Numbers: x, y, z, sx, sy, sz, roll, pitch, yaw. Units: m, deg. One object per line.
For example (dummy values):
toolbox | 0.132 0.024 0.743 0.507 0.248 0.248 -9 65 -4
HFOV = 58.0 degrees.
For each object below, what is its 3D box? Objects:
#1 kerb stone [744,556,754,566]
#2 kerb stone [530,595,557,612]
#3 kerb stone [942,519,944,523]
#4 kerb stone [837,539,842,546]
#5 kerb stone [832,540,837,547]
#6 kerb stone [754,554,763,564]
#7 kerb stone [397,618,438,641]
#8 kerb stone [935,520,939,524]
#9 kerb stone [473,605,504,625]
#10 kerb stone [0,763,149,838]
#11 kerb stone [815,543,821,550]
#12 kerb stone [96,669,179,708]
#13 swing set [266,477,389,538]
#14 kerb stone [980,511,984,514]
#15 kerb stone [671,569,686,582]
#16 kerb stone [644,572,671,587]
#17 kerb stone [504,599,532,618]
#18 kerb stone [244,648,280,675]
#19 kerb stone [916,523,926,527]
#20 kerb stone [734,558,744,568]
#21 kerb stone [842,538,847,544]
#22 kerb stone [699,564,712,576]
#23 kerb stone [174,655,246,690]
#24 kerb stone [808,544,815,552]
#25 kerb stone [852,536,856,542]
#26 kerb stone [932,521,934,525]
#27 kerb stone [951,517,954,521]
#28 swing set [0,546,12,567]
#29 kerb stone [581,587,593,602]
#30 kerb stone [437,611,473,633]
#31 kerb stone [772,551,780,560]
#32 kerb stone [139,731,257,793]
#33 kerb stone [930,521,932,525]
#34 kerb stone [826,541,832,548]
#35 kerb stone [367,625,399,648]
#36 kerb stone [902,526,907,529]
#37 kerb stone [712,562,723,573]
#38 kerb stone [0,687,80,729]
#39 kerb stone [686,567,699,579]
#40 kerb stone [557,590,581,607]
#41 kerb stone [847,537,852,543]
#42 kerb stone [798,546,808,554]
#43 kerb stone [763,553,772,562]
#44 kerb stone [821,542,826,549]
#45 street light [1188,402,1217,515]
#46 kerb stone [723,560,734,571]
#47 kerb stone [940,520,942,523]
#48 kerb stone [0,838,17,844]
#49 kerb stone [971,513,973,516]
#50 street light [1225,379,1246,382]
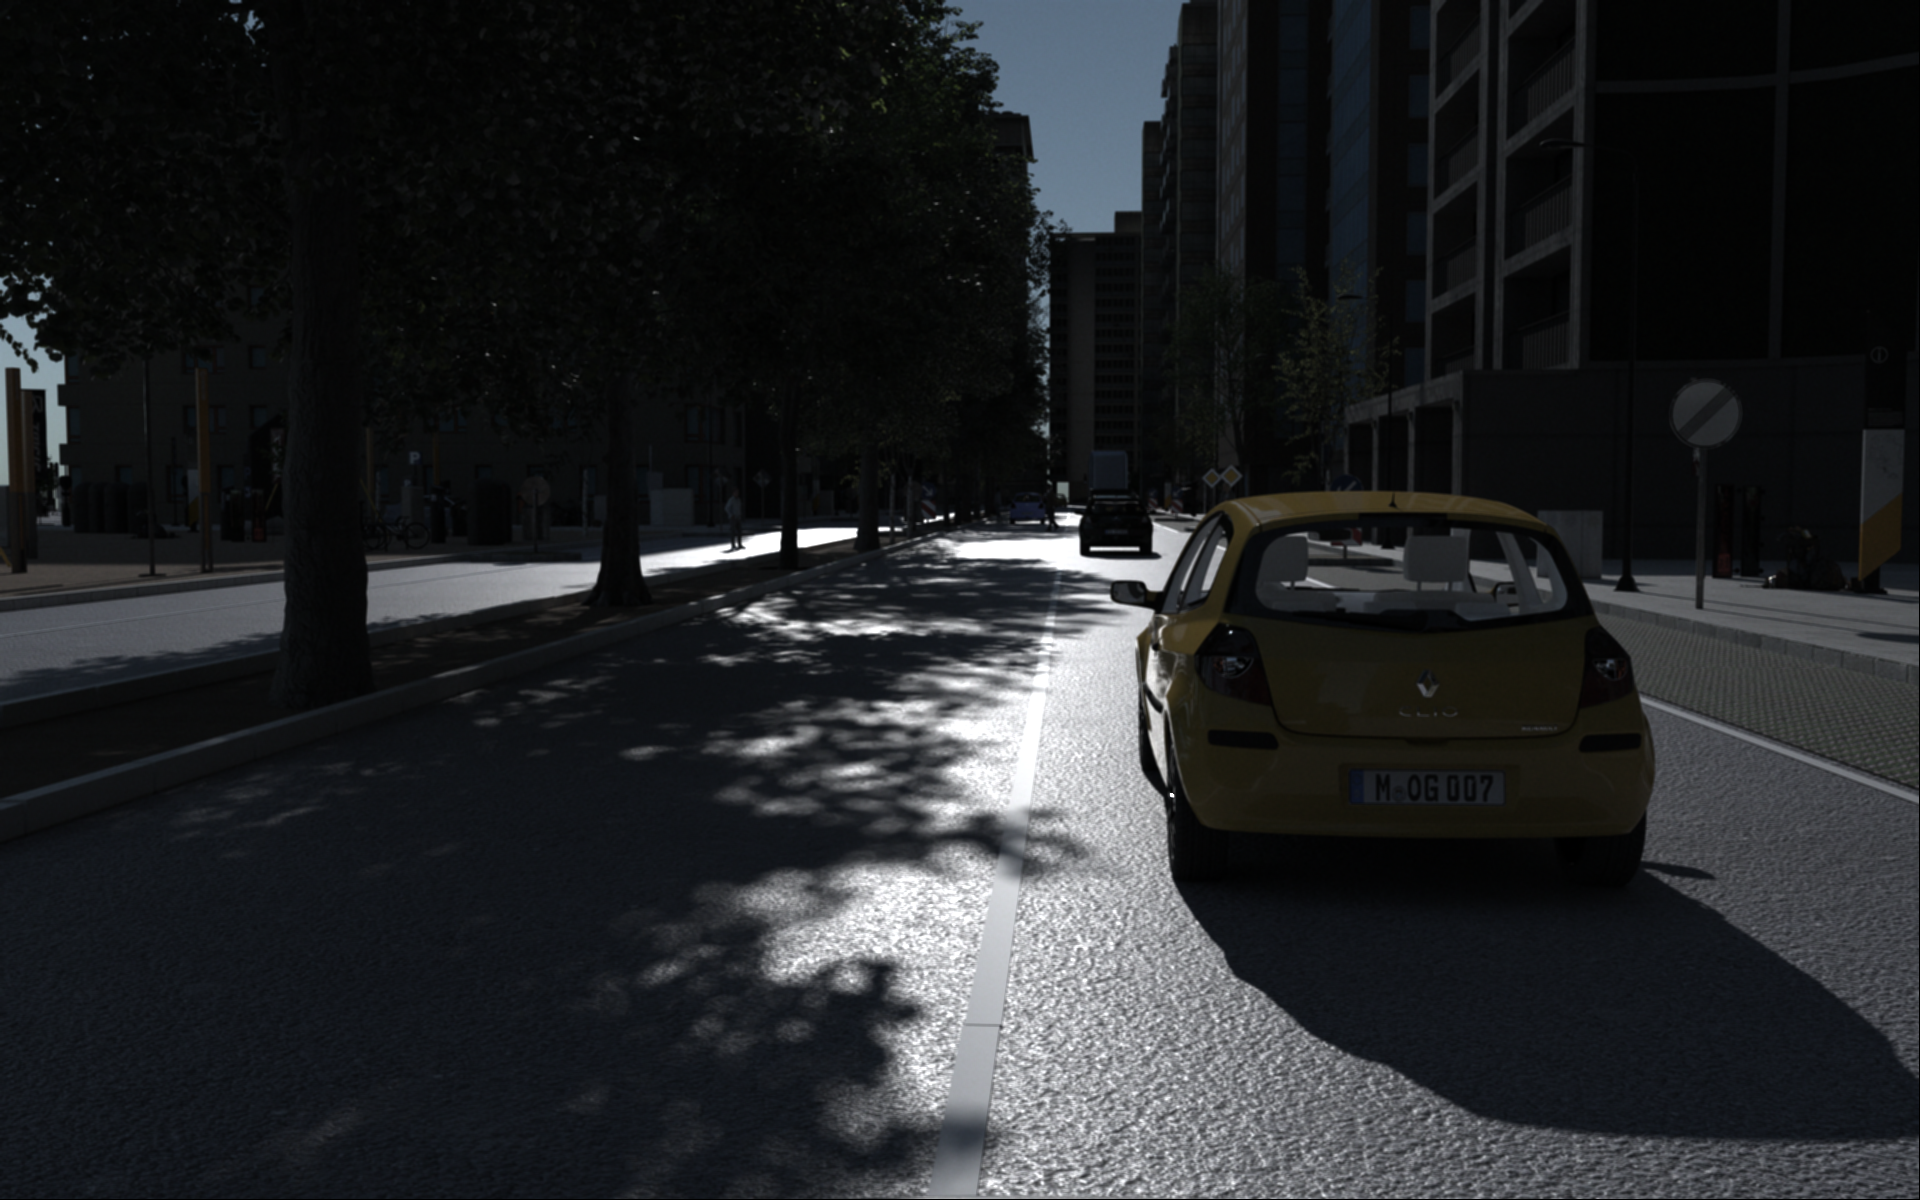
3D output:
kerb stone | -4.310 -0.751 34.546 0.120 0.150 1.000 0 4 4
kerb stone | -5.177 0.059 21.238 0.120 0.150 1.000 0 4 4
kerb stone | -1.027 -3.854 85.211 0.120 0.150 1.000 0 4 4
kerb stone | -3.448 -1.567 47.819 0.120 0.150 1.000 0 4 4
kerb stone | -3.524 -1.503 46.797 0.120 0.150 1.000 0 4 4
kerb stone | -4.241 -0.815 35.565 0.120 0.150 1.000 0 4 4
kerb stone | -5.440 0.308 17.157 0.120 0.150 1.000 0 4 4
kerb stone | -1.229 -3.666 82.129 0.120 0.150 1.000 0 4 4
kerb stone | -5.306 0.188 19.197 0.120 0.150 1.000 0 4 4
kerb stone | -3.944 0.882 7.774 0.120 0.150 1.000 0 4 4
kerb stone | -3.705 -1.317 43.733 0.120 0.150 1.000 0 4 4
kerb stone | -5.761 0.621 12.040 0.120 0.150 1.000 0 4 4
swing set | -18.329 -3.194 49.845 2.862 2.851 3.119 0 4 2
kerb stone | 1.764 -6.484 128.208 0.120 0.150 1.000 0 4 4
kerb stone | -4.705 -0.374 28.397 0.120 0.150 1.000 0 4 4
kerb stone | -4.788 -0.317 27.378 0.120 0.150 1.000 0 4 4
kerb stone | -5.246 0.125 20.217 0.120 0.150 1.000 0 4 4
kerb stone | -5.639 0.496 14.092 0.120 0.150 1.000 0 4 4
kerb stone | -1.688 -3.227 74.962 0.120 0.150 1.000 0 4 4
kerb stone | -4.379 -0.689 33.513 0.120 0.150 1.000 0 4 4
kerb stone | -3.382 -1.627 48.839 0.120 0.150 1.000 0 4 4
kerb stone | -4.578 -0.505 30.450 0.120 0.150 1.000 0 4 4
kerb stone | -5.700 0.559 13.063 0.120 0.150 1.000 0 4 4
kerb stone | -3.781 -1.250 42.714 0.120 0.150 1.000 0 4 4
kerb stone | -3.250 -1.750 50.890 0.120 0.150 1.000 0 4 4
kerb stone | -1.420 -3.477 79.051 0.120 0.150 1.000 0 4 4
kerb stone | -0.362 -4.476 95.480 0.120 0.150 1.000 0 4 4
swing set | -17.458 -1.889 28.510 2.862 2.851 3.119 -1 4 -23
kerb stone | -5.041 -0.063 23.290 0.120 0.150 1.000 0 4 4
kerb stone | -5.370 0.247 18.177 0.120 0.150 1.000 0 4 4
kerb stone | -4.109 -0.941 37.605 0.120 0.150 1.000 0 4 4
kerb stone | -3.881 0.819 8.798 0.120 0.150 1.000 0 4 4
kerb stone | -1.490 -3.415 78.025 0.120 0.150 1.000 0 4 4
kerb stone | -3.585 -1.441 45.776 0.120 0.150 1.000 0 4 4
kerb stone | -5.506 0.374 16.138 0.120 0.150 1.000 0 4 4
kerb stone | -2.091 -2.851 68.814 0.120 0.150 1.000 0 4 4
kerb stone | -4.506 -0.567 31.473 0.120 0.150 1.000 0 4 4
kerb stone | -5.840 0.683 11.021 0.120 0.150 1.000 0 4 4
kerb stone | -4.645 -0.442 29.419 0.120 0.150 1.000 0 4 4
kerb stone | -5.107 0.005 22.258 0.120 0.150 1.000 0 4 4
kerb stone | -3.316 -1.691 49.859 0.120 0.150 1.000 0 4 4
kerb stone | -3.849 -1.190 41.694 0.120 0.150 1.000 0 4 4
kerb stone | -4.174 -0.880 36.585 0.120 0.150 1.000 0 4 4
kerb stone | -3.649 -1.378 44.753 0.120 0.150 1.000 0 4 4
street light | 12.364 -7.014 87.217 1.470 5.913 1.316 0 4 4
kerb stone | -4.442 -0.627 32.493 0.120 0.150 1.000 0 4 4
kerb stone | -1.090 -3.791 84.180 0.120 0.150 1.000 0 4 4
kerb stone | -4.010 0.954 6.755 0.120 0.150 1.000 0 4 4
kerb stone | 0.971 -5.731 115.927 0.120 0.150 1.000 0 4 4
street light | 11.380 -5.952 69.849 1.470 5.913 1.316 0 4 4
